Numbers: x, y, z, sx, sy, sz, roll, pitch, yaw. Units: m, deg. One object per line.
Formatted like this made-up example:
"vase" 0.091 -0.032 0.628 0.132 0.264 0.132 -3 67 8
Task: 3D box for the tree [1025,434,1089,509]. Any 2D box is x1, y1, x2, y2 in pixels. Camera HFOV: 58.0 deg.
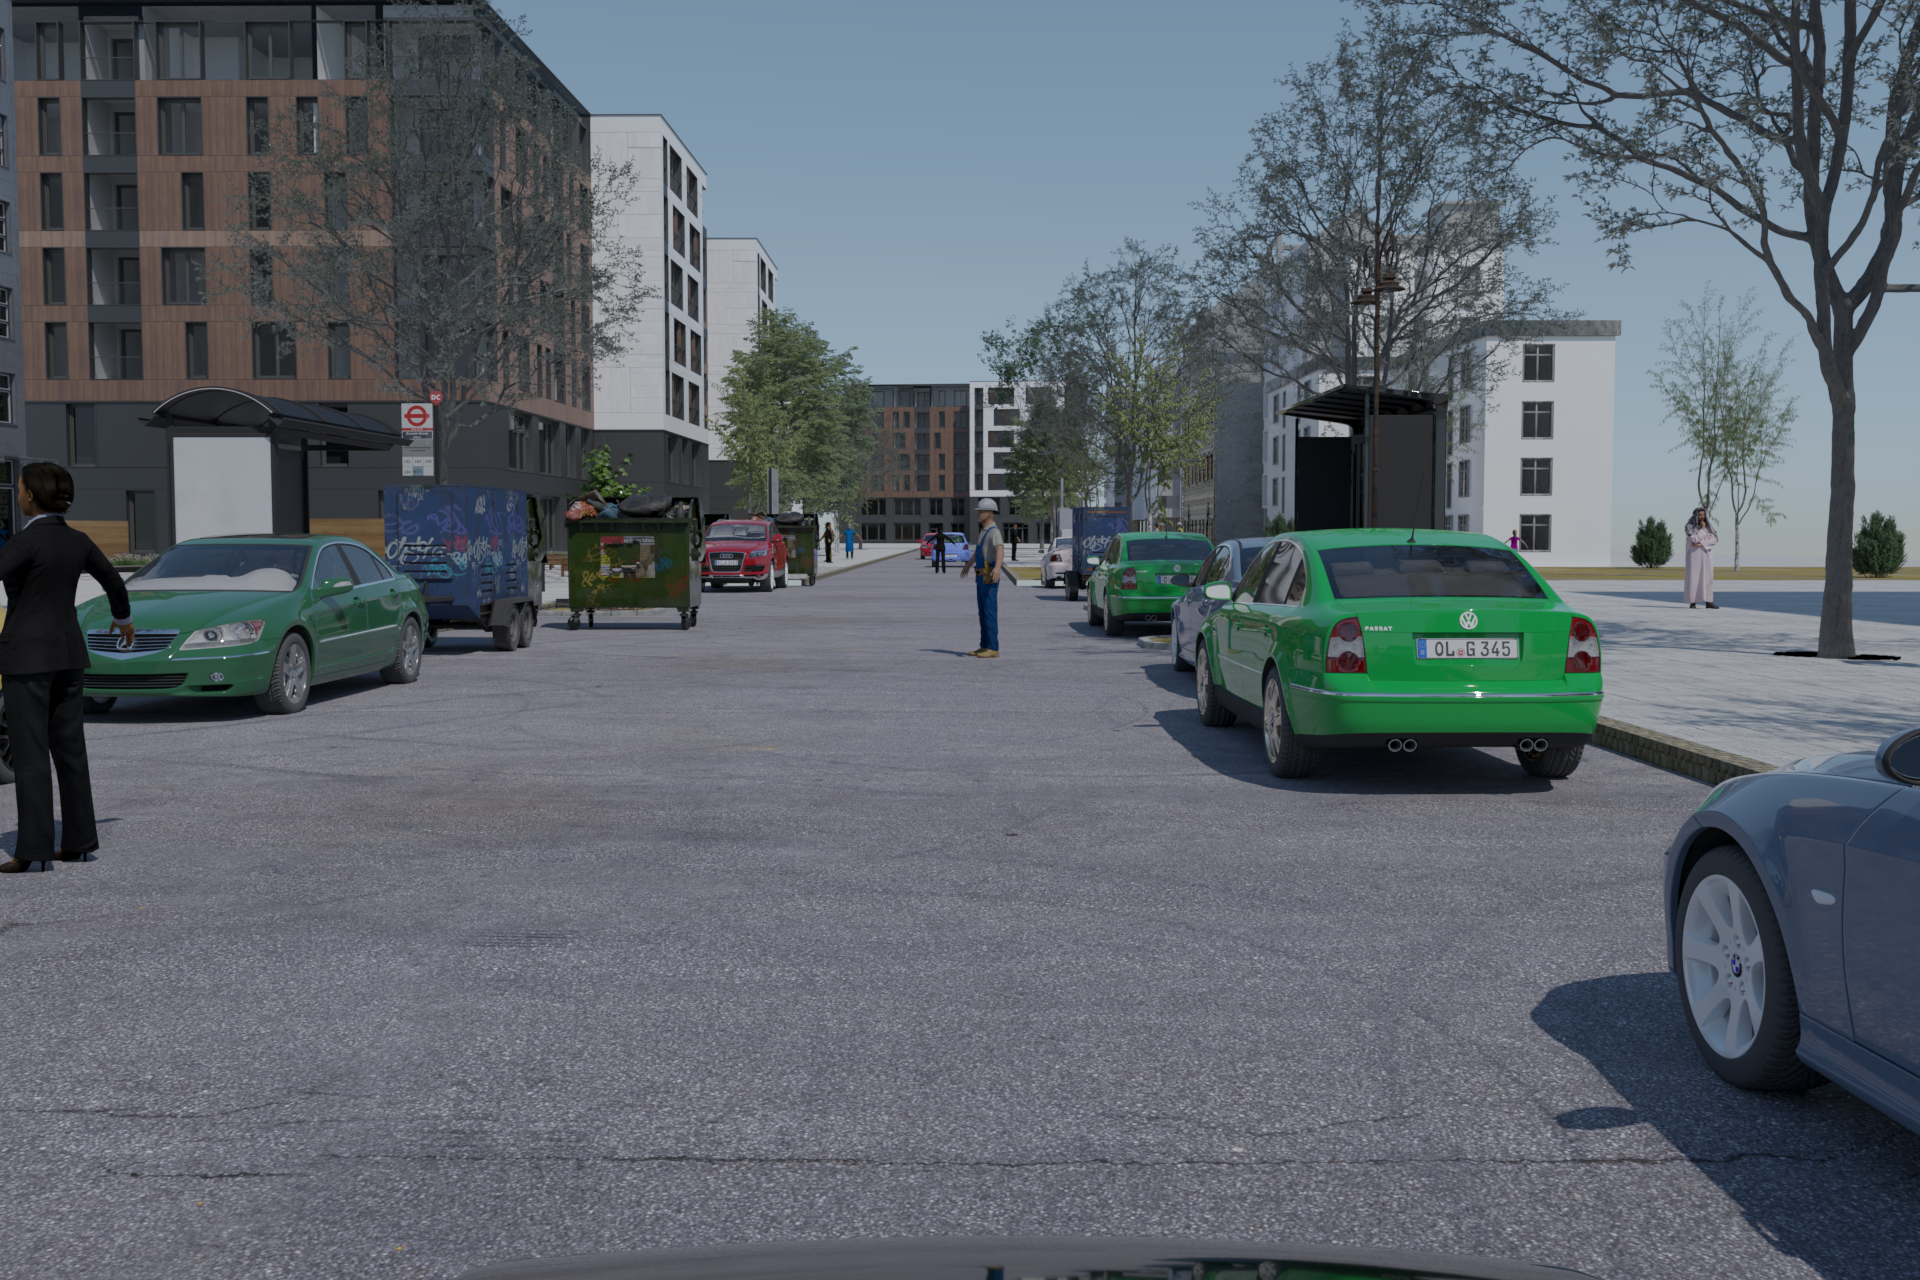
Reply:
"tree" 6.336 -9.471 105.215 4.737 8.622 4.395 0 3 0

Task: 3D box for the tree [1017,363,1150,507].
"tree" 6.624 -9.748 93.798 7.601 10.594 8.767 -1 4 -10

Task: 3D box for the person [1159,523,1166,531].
"person" 8.621 -4.166 74.577 0.721 1.772 1.216 -2 4 -24

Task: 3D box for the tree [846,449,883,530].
"tree" -8.549 -11.093 131.728 4.360 8.622 3.978 0 3 0

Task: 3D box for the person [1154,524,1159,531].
"person" 9.886 -4.983 87.658 0.705 1.806 1.347 -1 4 -11

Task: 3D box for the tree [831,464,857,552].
"tree" -8.706 -10.629 124.152 4.360 8.622 3.978 0 3 0

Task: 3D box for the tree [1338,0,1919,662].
"tree" 8.994 -6.546 17.393 12.009 13.543 11.850 0 3 0

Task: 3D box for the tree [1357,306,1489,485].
"tree" 14.095 -6.409 55.143 4.360 8.622 3.978 0 3 0

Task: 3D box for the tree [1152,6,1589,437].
"tree" 9.385 -7.948 40.322 12.009 13.543 11.850 0 3 0

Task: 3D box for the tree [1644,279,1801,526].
"tree" 21.807 -6.157 51.031 4.360 8.622 3.978 0 3 0

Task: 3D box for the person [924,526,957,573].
"person" -0.708 -3.298 63.100 1.216 1.740 0.721 0 4 3

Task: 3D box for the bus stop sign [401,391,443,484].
"bus stop sign" -9.957 -2.667 32.305 0.855 3.939 0.416 0 4 0

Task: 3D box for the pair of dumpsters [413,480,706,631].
"pair of dumpsters" -6.123 -1.296 26.146 4.436 2.255 1.574 0 4 0

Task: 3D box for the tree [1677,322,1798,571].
"tree" 26.992 -6.694 59.810 4.360 8.622 3.978 0 3 0

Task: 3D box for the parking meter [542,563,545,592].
"parking meter" -9.413 -1.838 38.460 0.372 1.533 0.369 0 3 0

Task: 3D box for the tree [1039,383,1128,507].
"tree" 6.363 -7.953 80.399 4.360 8.622 3.978 0 3 0

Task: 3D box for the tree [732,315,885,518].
"tree" -8.855 -11.851 100.418 9.857 13.997 8.962 0 3 0

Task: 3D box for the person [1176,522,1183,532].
"person" 10.105 -4.531 80.053 0.705 1.833 1.349 1 4 19

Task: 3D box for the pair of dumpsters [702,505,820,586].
"pair of dumpsters" -6.111 -2.625 47.871 4.436 2.255 1.574 0 4 0

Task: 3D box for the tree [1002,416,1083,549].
"tree" 7.163 -13.962 146.402 7.486 12.596 7.792 0 3 0

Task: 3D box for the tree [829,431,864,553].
"tree" -8.203 -10.097 115.452 4.737 8.622 4.395 0 3 0

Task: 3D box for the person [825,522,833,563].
"person" -5.796 -4.320 76.826 0.705 1.806 1.347 0 4 1

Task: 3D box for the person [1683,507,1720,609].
"person" 12.709 -1.410 29.771 0.551 1.740 0.621 -1 4 -21

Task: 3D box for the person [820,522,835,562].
"person" -6.077 -4.513 79.549 0.705 1.858 1.354 -2 4 -34

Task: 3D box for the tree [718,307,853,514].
"tree" -8.827 -10.330 87.024 7.486 12.596 7.792 0 3 0

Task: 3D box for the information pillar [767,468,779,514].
"information pillar" -6.738 -4.354 62.501 0.184 3.620 1.656 0 4 2

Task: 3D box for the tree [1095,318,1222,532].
"tree" 6.828 -6.698 59.868 4.737 8.622 4.395 0 3 0

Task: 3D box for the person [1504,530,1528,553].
"person" 18.692 -3.011 58.489 0.991 1.433 0.599 0 4 1

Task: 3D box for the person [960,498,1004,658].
"person" 0.293 -0.726 20.187 0.705 1.847 1.347 -1 4 -16

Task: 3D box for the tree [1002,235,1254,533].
"tree" 6.980 -9.793 70.483 12.009 13.543 11.850 0 3 0

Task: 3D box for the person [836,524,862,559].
"person" -5.600 -4.992 87.746 1.347 1.817 0.704 0 4 4

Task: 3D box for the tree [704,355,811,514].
"tree" -8.497 -7.457 72.281 4.737 8.622 4.395 0 3 0

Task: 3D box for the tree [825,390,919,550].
"tree" -8.295 -14.213 142.749 12.009 13.543 11.850 0 3 0

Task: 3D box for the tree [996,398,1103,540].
"tree" 5.976 -10.981 113.952 7.601 10.594 8.767 1 4 15

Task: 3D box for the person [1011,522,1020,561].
"person" 2.609 -4.679 82.440 0.705 1.837 1.347 -1 4 -12

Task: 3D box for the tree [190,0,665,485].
"tree" -11.668 -7.866 38.978 12.009 13.543 11.850 0 3 0

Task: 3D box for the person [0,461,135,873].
"person" -3.990 0.106 7.441 0.721 1.740 1.216 1 4 16

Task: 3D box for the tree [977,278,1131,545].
"tree" 7.210 -16.766 130.018 12.611 20.169 13.585 0 3 0
